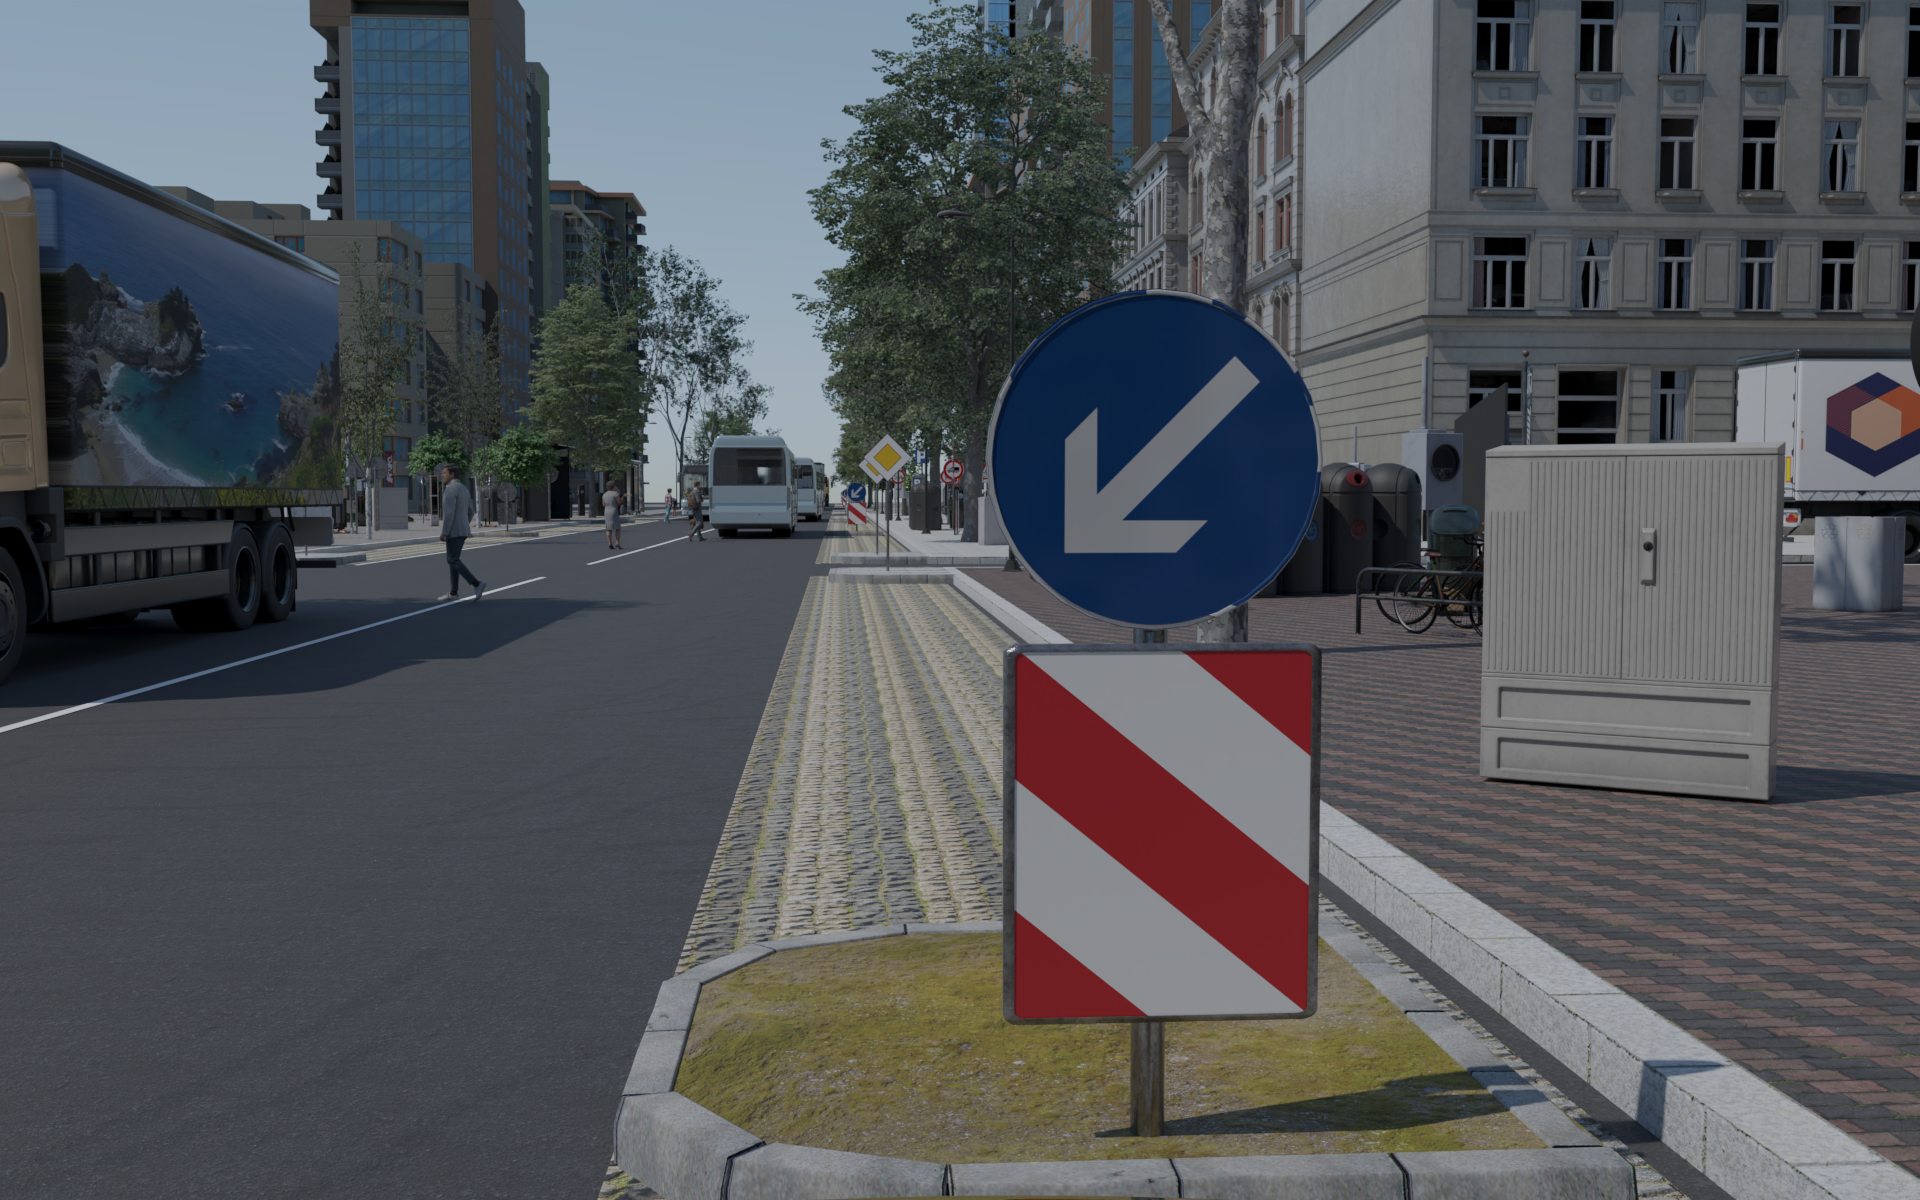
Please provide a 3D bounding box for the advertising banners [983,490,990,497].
[{"bbox_3d":[1.555,-3.776,57.918,2.074,3.025,0.090,3,5,44],"label":"advertising banners"}]

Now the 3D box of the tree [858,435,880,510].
[{"bbox_3d":[-6.544,-11.696,141.592,4.737,8.622,4.395,0,3,0],"label":"tree"}]

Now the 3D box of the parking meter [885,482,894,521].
[{"bbox_3d":[-3.420,-4.778,83.828,0.399,1.863,0.255,0,4,1],"label":"parking meter"}]

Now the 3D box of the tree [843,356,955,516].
[{"bbox_3d":[-3.432,-10.765,101.756,9.928,11.665,9.643,0,3,0],"label":"tree"}]

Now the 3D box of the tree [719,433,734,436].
[{"bbox_3d":[-27.767,-15.593,205.302,4.360,8.622,3.978,0,3,0],"label":"tree"}]

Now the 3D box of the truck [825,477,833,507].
[{"bbox_3d":[-16.359,-12.456,199.579,3.469,3.379,9.791,0,4,-4],"label":"truck"}]

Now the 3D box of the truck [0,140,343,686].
[{"bbox_3d":[-8.512,-1.656,15.995,2.839,4.237,11.283,0,4,-4],"label":"truck"}]

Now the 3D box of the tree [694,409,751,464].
[{"bbox_3d":[-29.044,-17.472,211.428,9.928,11.665,9.643,0,3,0],"label":"tree"}]

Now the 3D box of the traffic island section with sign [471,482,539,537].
[{"bbox_3d":[-15.149,-3.008,57.802,1.989,1.847,2.006,0,4,-4],"label":"traffic island section with sign"}]

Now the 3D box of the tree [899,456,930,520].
[{"bbox_3d":[-2.360,-5.667,87.255,1.663,3.219,1.824,0,3,0],"label":"tree"}]

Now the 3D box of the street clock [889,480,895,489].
[{"bbox_3d":[-3.635,-5.250,90.412,0.358,2.002,0.471,3,5,41],"label":"street clock"}]

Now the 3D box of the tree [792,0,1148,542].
[{"bbox_3d":[0.461,-8.513,45.837,9.857,13.997,8.962,0,3,0],"label":"tree"}]

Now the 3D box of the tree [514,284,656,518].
[{"bbox_3d":[-20.363,-10.772,94.256,7.486,12.596,7.792,0,3,0],"label":"tree"}]

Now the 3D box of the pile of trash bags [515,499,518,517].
[{"bbox_3d":[-24.217,-5.393,97.929,1.912,1.369,3.447,-1,4,-14],"label":"pile of trash bags"}]

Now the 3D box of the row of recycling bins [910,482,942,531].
[{"bbox_3d":[-1.288,-3.364,62.109,1.069,1.692,3.534,0,4,-6],"label":"row of recycling bins"}]

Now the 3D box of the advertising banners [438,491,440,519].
[{"bbox_3d":[-27.267,-5.771,90.539,0.090,3.025,2.074,-1,4,-18],"label":"advertising banners"}]

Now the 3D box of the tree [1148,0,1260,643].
[{"bbox_3d":[3.289,-9.675,14.082,12.611,20.169,13.585,0,3,0],"label":"tree"}]

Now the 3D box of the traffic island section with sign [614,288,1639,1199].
[{"bbox_3d":[0.225,0.274,4.145,1.989,1.847,2.006,0,4,-4],"label":"traffic island section with sign"}]

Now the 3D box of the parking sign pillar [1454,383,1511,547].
[{"bbox_3d":[12.809,-3.304,42.490,1.447,3.967,1.447,3,5,40],"label":"parking sign pillar"}]

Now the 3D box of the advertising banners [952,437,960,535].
[{"bbox_3d":[-0.141,-3.558,54.368,0.090,3.025,2.074,0,4,5],"label":"advertising banners"}]

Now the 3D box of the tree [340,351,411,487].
[{"bbox_3d":[-30.031,-8.423,88.080,4.737,8.622,4.395,0,3,0],"label":"tree"}]

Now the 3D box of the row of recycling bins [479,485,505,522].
[{"bbox_3d":[-22.143,-4.552,81.535,1.069,1.692,3.534,-1,4,-23],"label":"row of recycling bins"}]

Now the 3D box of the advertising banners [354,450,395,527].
[{"bbox_3d":[-23.252,-4.446,68.872,0.090,3.025,2.074,2,4,31],"label":"advertising banners"}]

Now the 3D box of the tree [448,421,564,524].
[{"bbox_3d":[-19.026,-5.624,75.662,4.285,4.588,4.351,0,3,0],"label":"tree"}]

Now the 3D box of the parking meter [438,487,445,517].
[{"bbox_3d":[-28.320,-5.435,94.576,0.399,1.863,0.255,-3,4,-38],"label":"parking meter"}]

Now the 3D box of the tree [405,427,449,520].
[{"bbox_3d":[-25.428,-6.187,84.875,4.285,4.588,4.351,0,3,0],"label":"tree"}]

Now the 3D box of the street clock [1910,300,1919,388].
[{"bbox_3d":[3.273,-0.060,5.546,0.471,2.002,0.358,-2,4,-26],"label":"street clock"}]

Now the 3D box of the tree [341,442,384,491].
[{"bbox_3d":[-35.612,-7.258,102.375,4.285,4.588,4.351,0,3,0],"label":"tree"}]

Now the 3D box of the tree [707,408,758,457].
[{"bbox_3d":[-29.585,-18.988,228.574,7.486,12.596,7.792,0,3,0],"label":"tree"}]

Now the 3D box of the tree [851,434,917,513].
[{"bbox_3d":[-4.491,-10.040,114.517,4.360,8.622,3.978,0,3,0],"label":"tree"}]

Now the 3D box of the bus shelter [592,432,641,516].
[{"bbox_3d":[-20.827,-7.763,104.548,2.179,5.291,8.768,0,4,-4],"label":"bus shelter"}]

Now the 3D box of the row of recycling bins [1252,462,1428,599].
[{"bbox_3d":[4.580,-0.934,22.385,3.534,1.692,1.069,-2,4,-35],"label":"row of recycling bins"}]

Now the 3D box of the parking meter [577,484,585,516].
[{"bbox_3d":[-22.136,-5.841,101.214,0.399,1.863,0.255,-2,4,-34],"label":"parking meter"}]

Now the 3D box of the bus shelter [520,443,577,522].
[{"bbox_3d":[-19.579,-5.583,82.558,1.731,3.624,6.357,0,4,-4],"label":"bus shelter"}]

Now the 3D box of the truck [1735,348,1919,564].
[{"bbox_3d":[21.549,-2.798,34.660,11.283,4.237,2.839,0,4,-3],"label":"truck"}]

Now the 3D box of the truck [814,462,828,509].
[{"bbox_3d":[-13.637,-10.331,157.823,2.839,4.237,11.283,0,4,-2],"label":"truck"}]

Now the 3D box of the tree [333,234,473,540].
[{"bbox_3d":[-16.883,-6.011,48.644,4.360,8.622,3.978,0,3,0],"label":"tree"}]

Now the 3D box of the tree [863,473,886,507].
[{"bbox_3d":[-8.310,-11.852,177.486,4.285,4.588,4.351,0,3,0],"label":"tree"}]

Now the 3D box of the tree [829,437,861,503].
[{"bbox_3d":[-14.782,-20.597,253.769,9.611,12.733,9.660,0,3,0],"label":"tree"}]

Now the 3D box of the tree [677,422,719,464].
[{"bbox_3d":[-25.677,-13.530,171.575,4.737,8.622,4.395,0,3,0],"label":"tree"}]

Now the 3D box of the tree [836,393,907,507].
[{"bbox_3d":[-8.529,-15.446,170.664,7.486,12.596,7.792,0,3,0],"label":"tree"}]
